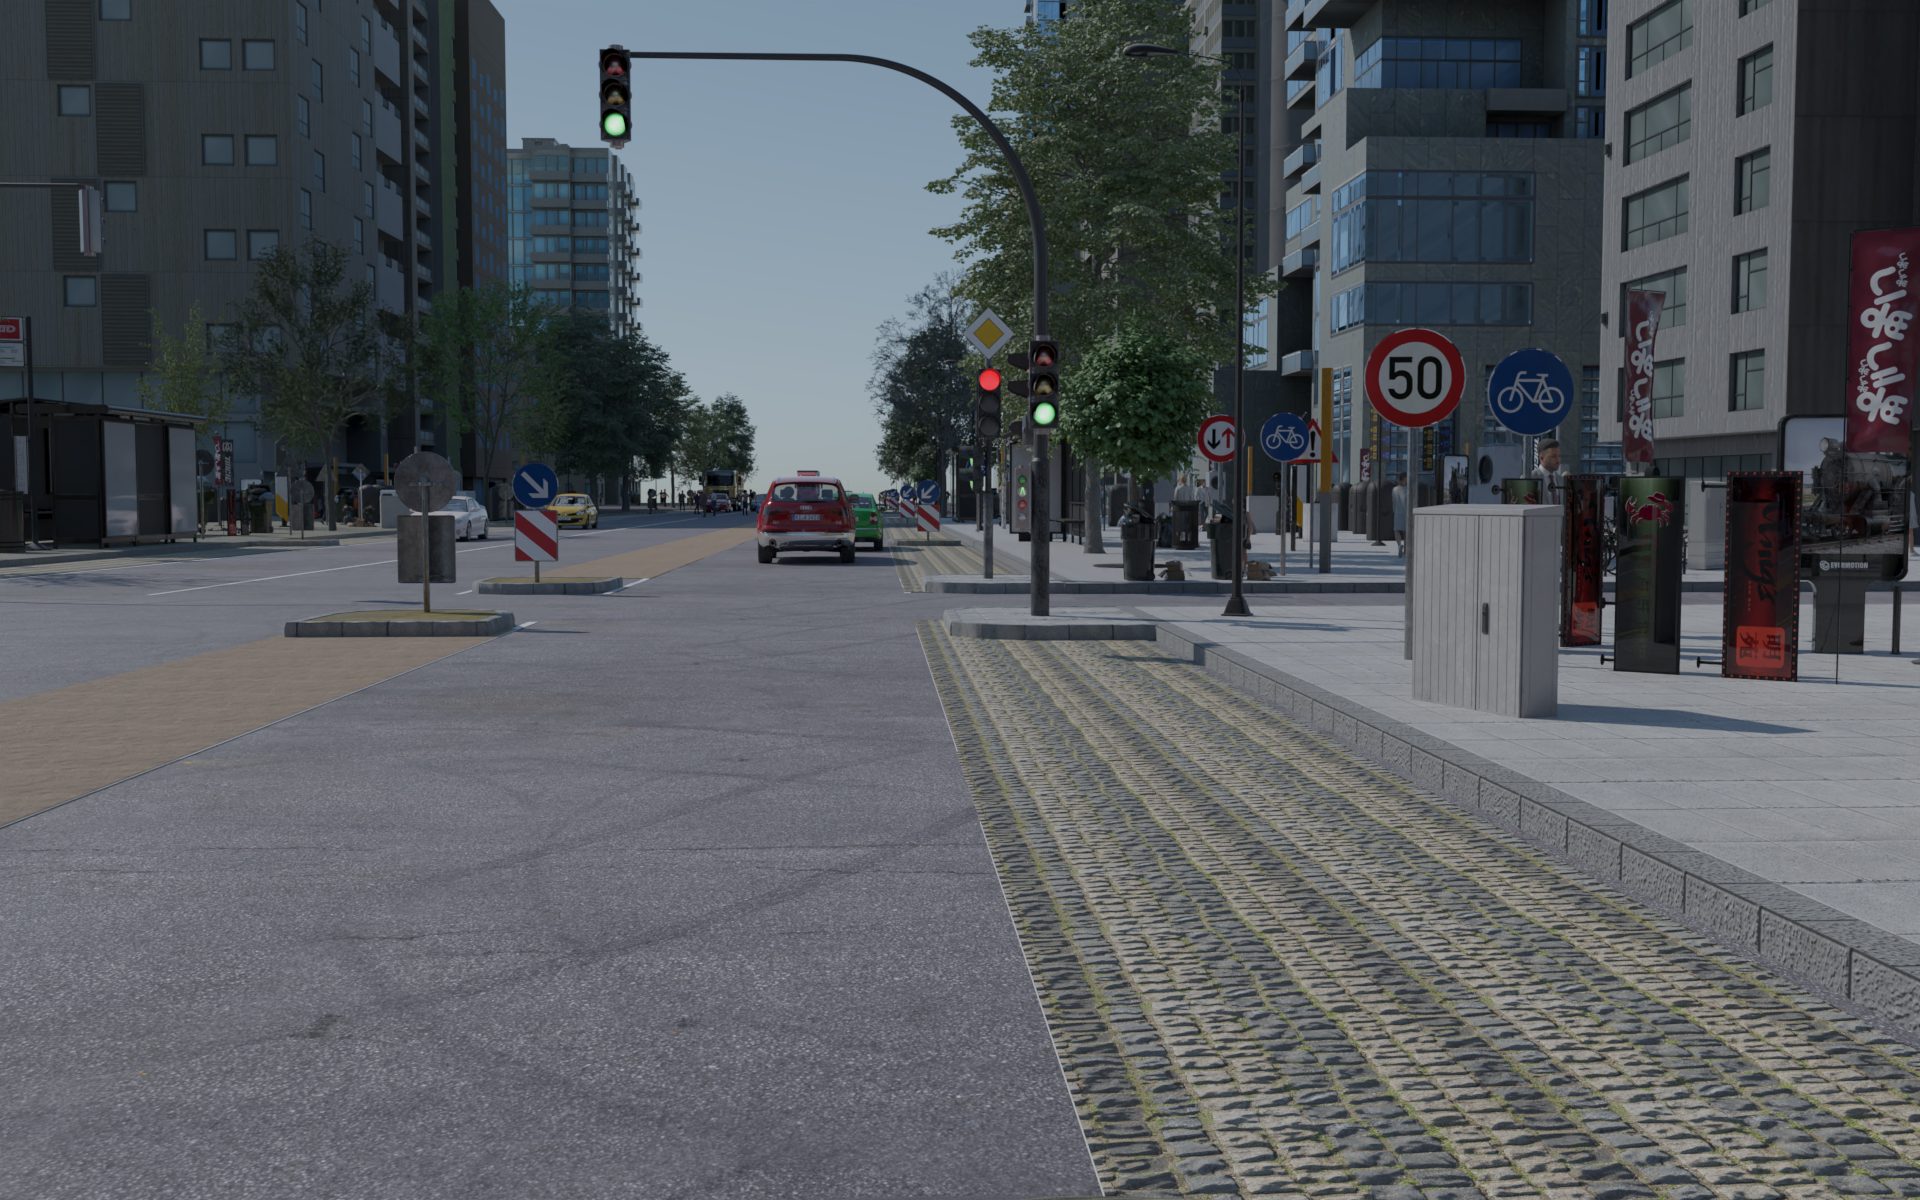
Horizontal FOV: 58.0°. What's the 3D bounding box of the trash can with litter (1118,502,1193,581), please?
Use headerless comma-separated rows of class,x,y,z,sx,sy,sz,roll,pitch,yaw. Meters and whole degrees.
trash can with litter,2.892,-0.877,25.719,1.055,1.170,0.624,0,4,-3

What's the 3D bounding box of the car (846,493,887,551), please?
car,-2.879,-2.218,45.059,1.959,1.807,4.718,0,4,-2

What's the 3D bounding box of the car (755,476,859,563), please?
car,-3.300,-1.758,37.422,2.281,1.827,5.304,0,4,-4

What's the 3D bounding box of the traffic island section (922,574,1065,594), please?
traffic island section,0.451,-0.245,26.281,2.009,0.180,2.903,0,4,-3

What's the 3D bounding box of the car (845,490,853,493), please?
car,-10.803,-9.400,162.363,2.281,1.827,5.304,0,4,-3

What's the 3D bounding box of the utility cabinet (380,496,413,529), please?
utility cabinet,-21.127,-3.277,64.746,1.020,1.237,0.306,-2,4,-28

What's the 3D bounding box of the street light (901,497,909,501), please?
street light,-3.742,-10.019,136.349,1.470,5.913,1.316,0,4,-3

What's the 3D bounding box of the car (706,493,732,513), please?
car,-18.649,-7.615,133.548,2.155,1.783,4.494,0,4,-3

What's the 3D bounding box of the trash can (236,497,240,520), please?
trash can,-35.269,-4.446,84.340,0.748,1.137,0.748,0,3,0

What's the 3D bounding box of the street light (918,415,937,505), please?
street light,-1.921,-7.875,101.290,1.470,5.913,1.316,0,4,-3

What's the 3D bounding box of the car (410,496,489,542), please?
car,-15.861,-2.528,53.699,2.083,1.381,4.827,0,4,-5

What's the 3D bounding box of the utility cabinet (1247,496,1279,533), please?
utility cabinet,9.977,-2.810,57.107,1.020,1.237,0.306,0,4,-7

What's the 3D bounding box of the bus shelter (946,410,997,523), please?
bus shelter,0.485,-6.302,80.665,2.179,5.291,8.768,0,4,-3

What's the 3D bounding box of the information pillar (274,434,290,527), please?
information pillar,-26.287,-4.633,67.103,0.183,3.616,0.504,2,4,31

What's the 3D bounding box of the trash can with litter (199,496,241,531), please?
trash can with litter,-25.825,-2.998,60.074,1.678,1.210,2.233,2,4,35

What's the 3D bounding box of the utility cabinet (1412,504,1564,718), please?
utility cabinet,3.132,0.048,10.380,0.306,1.237,1.020,-1,4,-22

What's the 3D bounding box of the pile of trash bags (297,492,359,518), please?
pile of trash bags,-33.438,-5.006,91.597,3.447,1.369,1.912,-1,4,-18

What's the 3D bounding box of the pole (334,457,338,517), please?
pole,-34.494,-6.233,95.756,0.158,3.312,0.155,0,3,0

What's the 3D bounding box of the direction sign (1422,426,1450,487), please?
direction sign,15.944,-4.040,58.053,0.876,3.537,0.379,1,4,18

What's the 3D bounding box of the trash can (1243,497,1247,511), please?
trash can,12.145,-3.773,73.334,0.748,1.137,0.748,0,3,0

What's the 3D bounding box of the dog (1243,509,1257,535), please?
dog,9.135,-2.460,54.597,0.513,0.831,0.800,-2,4,-27

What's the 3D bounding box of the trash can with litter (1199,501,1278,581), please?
trash can with litter,4.228,-0.888,25.907,1.055,1.170,0.624,2,4,31

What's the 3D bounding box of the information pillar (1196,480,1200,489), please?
information pillar,12.010,-5.027,86.686,0.304,2.012,0.304,2,4,25

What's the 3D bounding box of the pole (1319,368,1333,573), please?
pole,5.933,-2.093,28.057,0.158,3.312,0.155,0,3,0

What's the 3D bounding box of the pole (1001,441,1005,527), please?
pole,1.678,-4.450,66.594,0.158,3.312,0.155,0,3,0

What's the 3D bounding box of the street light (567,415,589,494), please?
street light,-22.562,-7.925,102.117,1.470,5.913,1.316,0,4,-3

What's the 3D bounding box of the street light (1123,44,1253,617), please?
street light,2.382,-2.785,18.075,1.470,5.913,1.316,0,4,-3

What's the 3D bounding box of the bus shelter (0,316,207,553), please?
bus shelter,-20.957,-3.926,41.815,2.179,5.291,8.768,0,4,-3

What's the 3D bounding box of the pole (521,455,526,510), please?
pole,-22.649,-5.876,89.919,0.158,3.312,0.155,0,3,0

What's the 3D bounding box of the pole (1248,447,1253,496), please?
pole,12.439,-4.920,74.283,0.158,3.312,0.155,0,3,0

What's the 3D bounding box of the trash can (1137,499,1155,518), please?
trash can,5.840,-2.566,53.605,0.748,1.137,0.748,0,3,0

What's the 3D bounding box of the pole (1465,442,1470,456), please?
pole,20.000,-4.558,68.373,0.158,3.312,0.155,0,3,0

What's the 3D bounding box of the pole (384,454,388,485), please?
pole,-29.173,-5.765,88.105,0.158,3.312,0.155,0,3,0

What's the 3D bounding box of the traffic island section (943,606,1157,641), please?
traffic island section,0.858,0.243,18.306,2.009,0.180,2.903,0,4,-3

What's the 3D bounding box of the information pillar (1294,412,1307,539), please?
information pillar,9.748,-3.563,49.607,0.504,3.616,0.183,-3,4,-38

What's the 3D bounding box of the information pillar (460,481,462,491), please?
information pillar,-27.294,-5.487,94.202,0.304,2.012,0.304,-3,5,-39

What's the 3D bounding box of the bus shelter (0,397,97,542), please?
bus shelter,-23.545,-3.281,44.922,1.731,3.624,6.357,0,4,-3

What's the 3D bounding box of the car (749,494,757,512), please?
car,-16.331,-8.060,143.572,2.131,1.459,4.920,0,4,-2

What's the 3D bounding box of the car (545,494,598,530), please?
car,-15.901,-3.709,70.869,2.015,1.641,3.980,0,4,-4

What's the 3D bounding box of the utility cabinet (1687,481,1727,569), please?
utility cabinet,12.762,-1.271,29.468,0.318,1.500,1.173,3,5,42

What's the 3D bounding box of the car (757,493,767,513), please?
car,-14.431,-7.408,130.712,1.945,1.707,3.694,0,4,-4

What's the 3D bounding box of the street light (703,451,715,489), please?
street light,-26.809,-12.969,184.588,1.470,5.913,1.316,0,4,-3

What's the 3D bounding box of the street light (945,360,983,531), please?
street light,0.169,-5.359,60.154,1.470,5.913,1.316,0,4,-3

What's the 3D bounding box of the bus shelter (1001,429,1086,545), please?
bus shelter,2.250,-3.079,44.273,2.014,3.302,5.546,0,4,-3

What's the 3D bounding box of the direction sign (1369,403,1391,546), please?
direction sign,10.383,-3.110,42.850,0.379,3.537,0.876,-1,4,-20

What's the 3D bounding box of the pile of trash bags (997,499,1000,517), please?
pile of trash bags,2.155,-5.292,96.277,3.447,1.369,1.912,1,4,23

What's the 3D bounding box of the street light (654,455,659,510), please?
street light,-24.611,-10.443,143.284,1.470,5.913,1.316,0,4,-3

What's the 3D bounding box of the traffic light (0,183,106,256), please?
traffic light,-15.043,-3.103,25.397,4.771,5.953,1.251,0,4,-3

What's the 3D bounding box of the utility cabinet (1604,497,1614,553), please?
utility cabinet,14.220,-1.649,38.127,0.306,1.237,1.020,1,4,20

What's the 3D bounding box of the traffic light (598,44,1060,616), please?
traffic light,-1.267,-2.647,17.942,4.771,5.953,1.251,0,4,-3

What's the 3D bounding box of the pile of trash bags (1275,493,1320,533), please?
pile of trash bags,11.308,-3.024,59.191,1.912,1.369,3.447,0,4,-4

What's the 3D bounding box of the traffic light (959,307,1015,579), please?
traffic light,0.410,-2.278,26.165,0.839,4.253,0.868,0,4,-3
